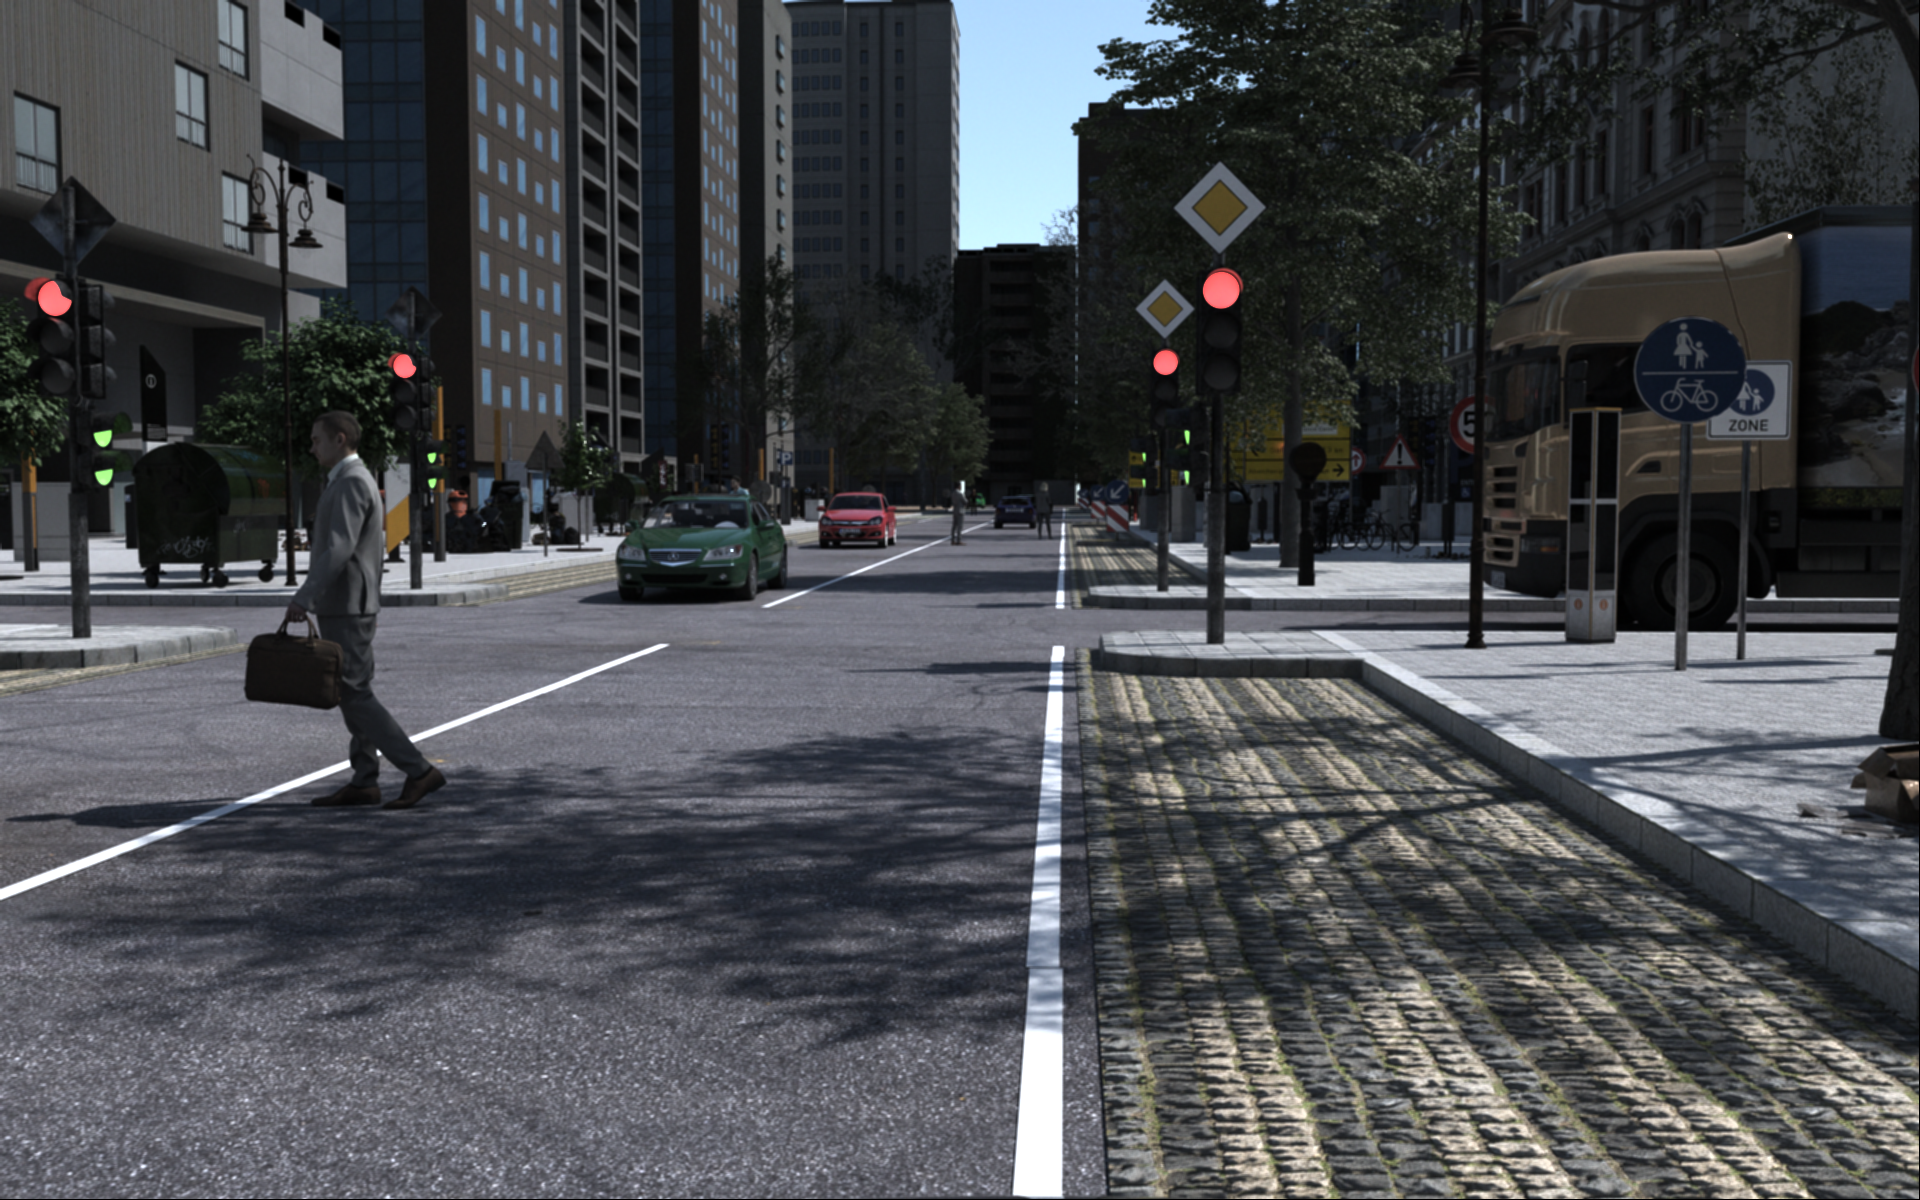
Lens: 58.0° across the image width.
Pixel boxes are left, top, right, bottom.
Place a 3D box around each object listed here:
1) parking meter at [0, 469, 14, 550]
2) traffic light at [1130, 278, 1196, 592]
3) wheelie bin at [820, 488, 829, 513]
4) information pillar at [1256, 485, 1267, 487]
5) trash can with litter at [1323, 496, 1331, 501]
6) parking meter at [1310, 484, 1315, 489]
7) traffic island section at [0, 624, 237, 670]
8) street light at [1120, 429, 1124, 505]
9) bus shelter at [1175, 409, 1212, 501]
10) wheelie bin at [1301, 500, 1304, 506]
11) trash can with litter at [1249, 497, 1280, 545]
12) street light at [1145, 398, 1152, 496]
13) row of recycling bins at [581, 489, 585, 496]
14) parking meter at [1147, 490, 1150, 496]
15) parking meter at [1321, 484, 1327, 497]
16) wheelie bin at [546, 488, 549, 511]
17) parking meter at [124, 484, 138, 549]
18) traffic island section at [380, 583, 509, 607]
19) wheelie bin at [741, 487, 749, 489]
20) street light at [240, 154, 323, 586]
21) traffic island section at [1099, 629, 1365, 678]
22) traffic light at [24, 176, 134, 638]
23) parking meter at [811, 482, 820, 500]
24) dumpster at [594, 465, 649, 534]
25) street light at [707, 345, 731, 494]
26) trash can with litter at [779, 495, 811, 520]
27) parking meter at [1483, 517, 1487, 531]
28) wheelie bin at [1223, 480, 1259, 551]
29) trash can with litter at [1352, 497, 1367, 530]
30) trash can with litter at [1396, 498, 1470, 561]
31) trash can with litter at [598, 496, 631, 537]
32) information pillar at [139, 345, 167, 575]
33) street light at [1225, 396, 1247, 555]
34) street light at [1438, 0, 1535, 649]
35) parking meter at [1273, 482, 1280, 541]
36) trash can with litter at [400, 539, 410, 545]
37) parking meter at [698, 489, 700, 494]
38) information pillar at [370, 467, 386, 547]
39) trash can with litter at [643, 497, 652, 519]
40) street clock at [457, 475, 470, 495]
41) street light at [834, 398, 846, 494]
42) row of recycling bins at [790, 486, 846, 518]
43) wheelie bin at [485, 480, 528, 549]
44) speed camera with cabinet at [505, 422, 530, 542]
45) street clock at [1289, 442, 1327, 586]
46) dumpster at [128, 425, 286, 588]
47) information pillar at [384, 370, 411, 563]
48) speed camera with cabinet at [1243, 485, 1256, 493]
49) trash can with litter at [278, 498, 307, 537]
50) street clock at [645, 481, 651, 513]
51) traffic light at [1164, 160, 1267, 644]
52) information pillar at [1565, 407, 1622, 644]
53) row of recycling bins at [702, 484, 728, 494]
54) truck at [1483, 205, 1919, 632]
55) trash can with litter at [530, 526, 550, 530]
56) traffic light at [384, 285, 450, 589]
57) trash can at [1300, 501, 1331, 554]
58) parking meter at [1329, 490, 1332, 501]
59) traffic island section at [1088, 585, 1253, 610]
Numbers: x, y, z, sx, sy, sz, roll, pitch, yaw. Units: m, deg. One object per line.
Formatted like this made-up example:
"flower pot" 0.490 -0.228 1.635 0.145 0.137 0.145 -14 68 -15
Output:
"parking meter" -21.952 -2.091 39.895 0.255 1.863 0.399 -1 4 -15
"traffic light" 2.656 -2.067 22.721 0.839 4.253 0.868 0 4 3
"wheelie bin" -7.242 -5.026 90.090 0.693 1.594 0.980 2 4 25
"information pillar" 11.827 -3.882 67.958 0.304 2.012 0.304 -1 4 -22
"trash can with litter" 17.355 -4.329 82.171 0.624 1.170 1.055 2 4 31
"parking meter" 16.997 -4.786 83.959 0.399 1.863 0.255 2 4 28
"traffic island section" -7.860 0.416 15.473 2.009 0.180 2.903 0 4 3
"street light" 9.075 -7.568 96.531 0.468 5.910 1.993 0 4 3
"bus shelter" 9.824 -5.669 70.316 2.179 5.291 8.768 0 4 4
"wheelie bin" 16.068 -4.436 80.439 0.693 1.594 0.980 1 4 17
"trash can with litter" 7.739 -2.076 44.999 1.678 1.210 2.233 1 4 11
"street light" 7.397 -5.759 66.943 0.468 5.910 1.993 0 4 3
"row of recycling bins" -16.222 -4.447 79.828 1.069 1.692 3.534 1 4 22
"parking meter" 9.077 -4.779 83.854 0.255 1.863 0.399 0 4 5
"parking meter" 20.478 -5.598 97.233 0.399 1.863 0.255 2 4 25
"wheelie bin" -19.279 -4.537 82.083 0.693 1.594 0.980 2 4 26
"parking meter" -19.362 -1.968 40.593 0.372 1.533 0.369 0 3 0
"traffic island section" -7.378 -0.071 23.444 2.009 0.180 2.903 0 4 3
"wheelie bin" -10.259 -4.584 82.863 0.980 1.594 0.693 -3 5 -40
"street light" -9.349 -3.134 24.034 0.468 5.910 1.993 0 4 3
"traffic island section" 2.213 0.454 14.862 2.009 0.180 2.903 0 4 3
"traffic light" -7.820 -1.616 15.336 0.839 4.253 0.868 0 4 3
"parking meter" -7.069 -4.822 84.548 0.399 1.863 0.255 2 4 32
"dumpster" -11.200 -3.335 57.026 1.502 2.255 1.985 0 4 3
"street light" -7.492 -4.962 53.919 0.468 5.910 1.993 0 4 3
"trash can with litter" -7.944 -4.600 86.259 2.233 1.210 1.678 -1 4 -18
"parking meter" 12.359 -2.133 40.581 0.255 1.863 0.399 -2 4 -30
"wheelie bin" 6.168 -1.899 38.956 0.693 1.594 0.980 -1 4 -11
"trash can with litter" 14.252 -3.059 61.403 0.624 1.170 1.055 -1 4 -9
"trash can with litter" 9.610 -1.418 34.248 1.678 1.210 2.233 0 4 6
"trash can with litter" -10.300 -2.567 53.026 1.678 1.210 2.233 -2 4 -26
"information pillar" -12.756 -2.207 27.437 0.183 3.616 0.504 1 4 15
"street light" 5.648 -3.895 36.471 0.468 5.910 1.993 0 4 3
"street light" 4.297 -2.536 14.258 0.468 5.910 1.993 0 4 3
"parking meter" 8.652 -2.514 46.809 0.255 1.863 0.399 -1 4 -9
"trash can with litter" -14.528 -1.973 43.309 2.233 1.210 1.678 0 4 1
"parking meter" -14.142 -5.182 93.141 0.372 1.533 0.369 0 3 0
"information pillar" -14.000 -2.267 41.549 0.304 2.012 0.304 2 4 23
"trash can with litter" -16.489 -4.783 89.585 0.624 1.170 1.055 3 5 44
"street clock" -19.216 -3.823 67.081 0.358 2.002 0.471 3 5 45
"street light" -5.785 -6.772 83.505 0.468 5.910 1.993 0 4 3
"row of recycling bins" -7.945 -5.332 94.287 3.534 1.692 1.069 -1 4 -19
"wheelie bin" -10.494 -1.976 40.220 0.980 1.594 0.693 -2 4 -34
"speed camera with cabinet" -11.962 -3.211 46.831 0.660 3.252 2.038 -1 4 -15
"street clock" 4.846 -1.200 24.184 0.471 2.002 0.358 0 4 -5
"dumpster" -10.529 -1.335 24.323 1.502 2.255 1.985 0 4 3
"information pillar" -10.538 -2.510 32.399 0.504 3.616 0.183 -3 4 -38
"speed camera with cabinet" 12.498 -4.952 75.305 0.660 3.252 2.038 1 4 23
"trash can with litter" -20.144 -2.549 52.739 2.233 1.210 1.678 -1 4 -15
"street clock" -16.950 -5.475 94.079 0.358 2.002 0.471 2 4 34
"traffic light" 2.174 -1.580 14.750 0.839 4.253 0.868 0 4 3
"information pillar" 5.446 -0.637 14.908 0.304 2.012 0.304 -2 4 -25
"row of recycling bins" -10.176 -3.979 72.174 1.069 1.692 3.534 -1 4 -12
"truck" 10.628 -1.778 17.980 11.283 4.237 2.839 0 4 2
"trash can with litter" -14.270 -3.083 61.464 2.233 1.210 1.678 2 4 28
"traffic light" -7.338 -2.103 23.307 0.839 4.253 0.868 0 4 3
"trash can" 7.642 -1.577 37.445 0.748 1.137 0.748 0 3 0
"parking meter" 20.818 -5.402 96.739 0.372 1.533 0.369 0 3 0
"traffic island section" 2.695 -0.034 22.832 2.009 0.180 2.903 0 4 3
